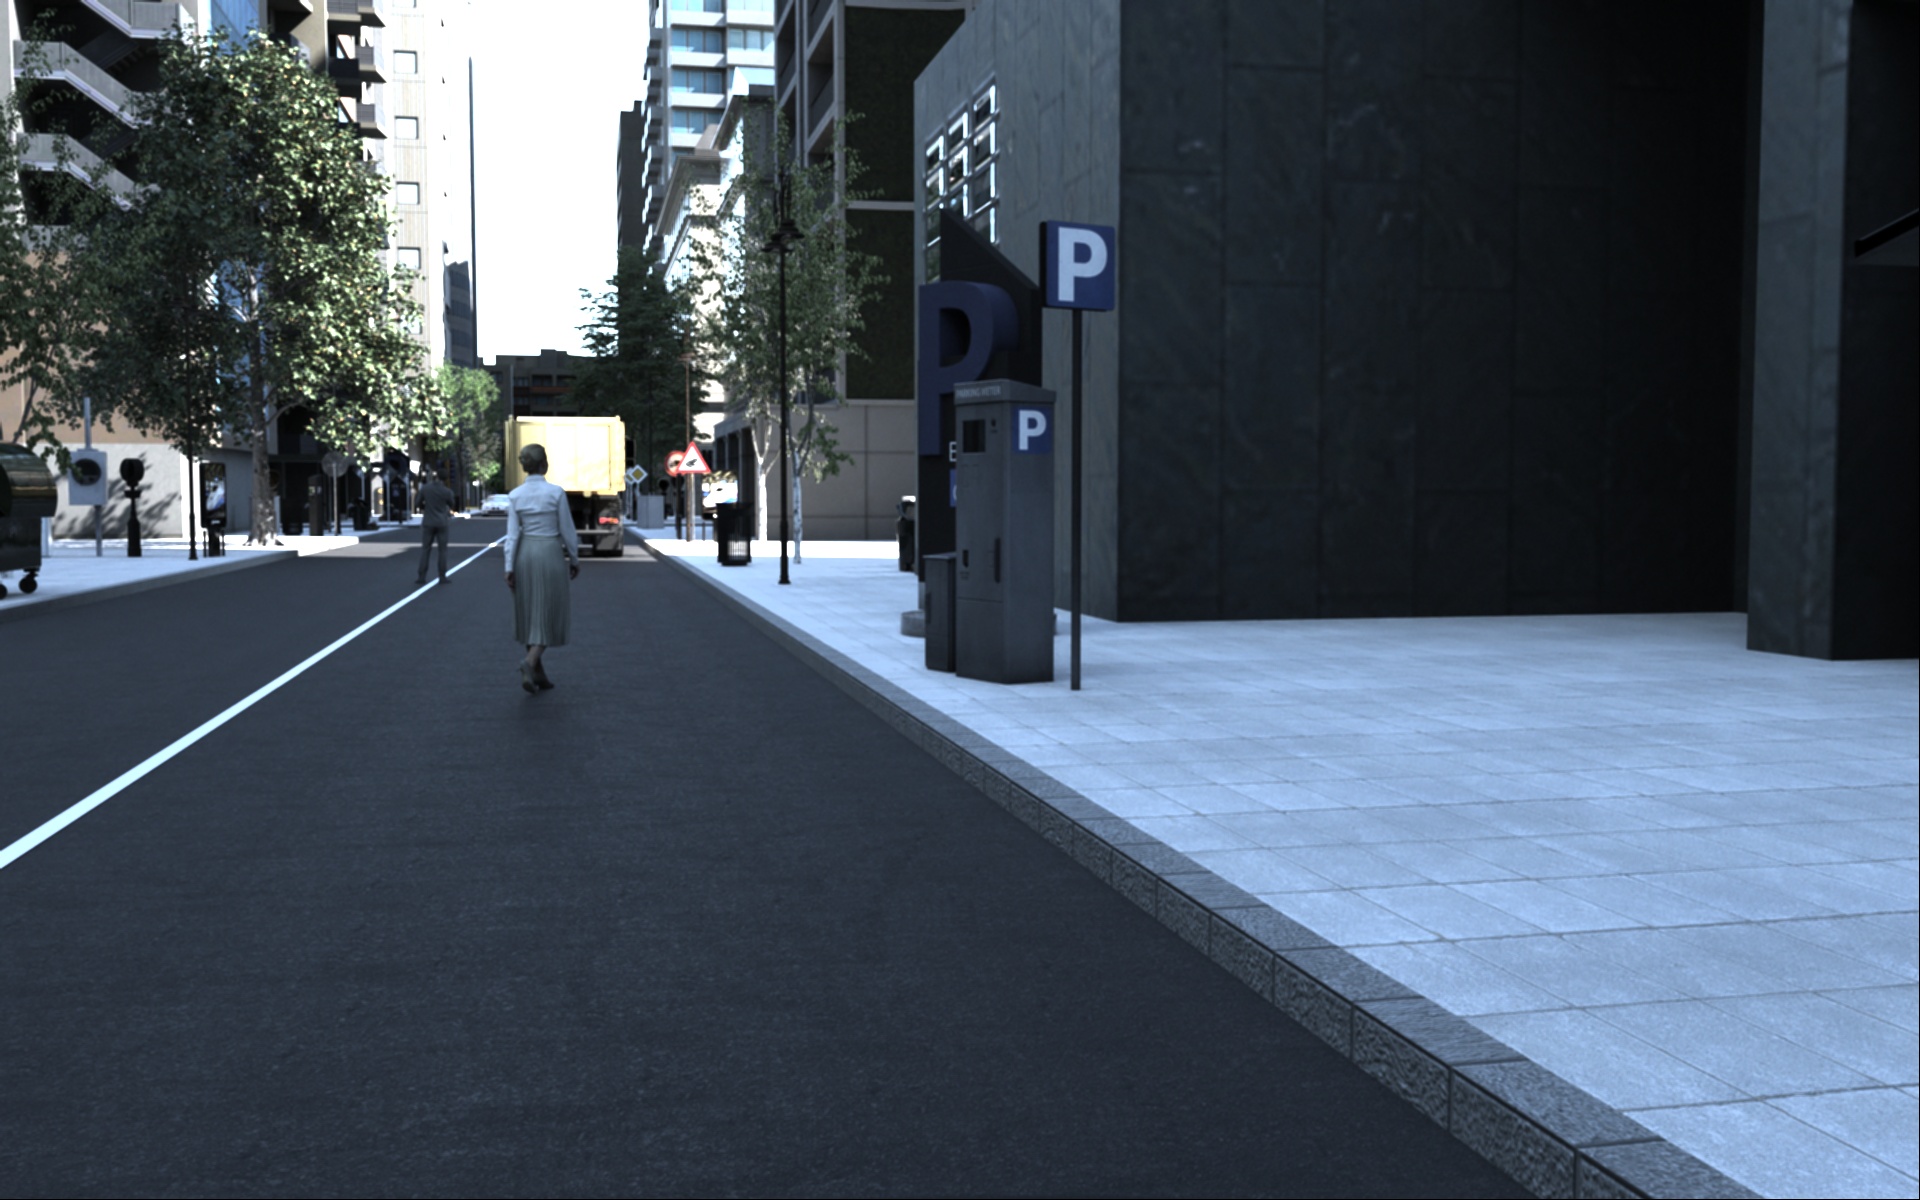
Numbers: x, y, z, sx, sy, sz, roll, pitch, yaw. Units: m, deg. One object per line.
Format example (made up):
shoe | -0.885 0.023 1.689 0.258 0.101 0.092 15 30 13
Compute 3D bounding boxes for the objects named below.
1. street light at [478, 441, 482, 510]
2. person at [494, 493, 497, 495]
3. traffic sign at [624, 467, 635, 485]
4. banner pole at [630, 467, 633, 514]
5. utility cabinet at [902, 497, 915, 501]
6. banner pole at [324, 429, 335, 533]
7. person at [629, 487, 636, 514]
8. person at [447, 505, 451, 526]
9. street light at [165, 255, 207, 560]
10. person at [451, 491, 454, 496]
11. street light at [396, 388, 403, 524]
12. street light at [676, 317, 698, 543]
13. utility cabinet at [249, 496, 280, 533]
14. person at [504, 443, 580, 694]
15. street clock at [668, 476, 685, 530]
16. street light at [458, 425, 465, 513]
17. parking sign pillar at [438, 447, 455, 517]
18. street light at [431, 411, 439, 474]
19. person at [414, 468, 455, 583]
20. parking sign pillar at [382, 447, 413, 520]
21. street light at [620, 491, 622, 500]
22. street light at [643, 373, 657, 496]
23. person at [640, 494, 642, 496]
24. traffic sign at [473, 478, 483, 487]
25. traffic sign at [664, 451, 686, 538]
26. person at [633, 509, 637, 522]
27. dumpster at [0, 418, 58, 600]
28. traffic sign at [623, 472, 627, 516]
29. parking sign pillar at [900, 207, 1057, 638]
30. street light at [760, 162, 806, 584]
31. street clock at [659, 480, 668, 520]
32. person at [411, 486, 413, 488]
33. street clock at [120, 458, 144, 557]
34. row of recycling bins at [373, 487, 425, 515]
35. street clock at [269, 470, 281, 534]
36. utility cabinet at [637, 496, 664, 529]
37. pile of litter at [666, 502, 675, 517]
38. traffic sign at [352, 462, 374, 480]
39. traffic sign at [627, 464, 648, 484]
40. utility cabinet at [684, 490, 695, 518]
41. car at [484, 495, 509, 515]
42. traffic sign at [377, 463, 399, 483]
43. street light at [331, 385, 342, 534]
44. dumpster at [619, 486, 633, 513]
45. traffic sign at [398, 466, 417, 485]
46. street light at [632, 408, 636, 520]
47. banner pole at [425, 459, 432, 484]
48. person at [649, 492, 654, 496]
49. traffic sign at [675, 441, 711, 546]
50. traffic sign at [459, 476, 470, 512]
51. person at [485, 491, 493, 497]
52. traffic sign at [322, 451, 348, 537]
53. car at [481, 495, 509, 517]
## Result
street light | -38.127 -10.072 137.471 0.468 5.910 1.993 -1 4 -13
person | -56.495 -12.350 211.156 0.628 1.438 0.799 0 4 5
traffic sign | -14.225 -4.456 75.051 0.795 2.593 0.064 -1 4 -13
banner pole | -19.494 -6.895 102.752 0.401 3.779 0.863 -2 4 -30
utility cabinet | -0.829 -1.721 39.292 1.020 1.237 0.306 -3 5 -44
banner pole | -20.706 -4.084 56.792 0.401 3.779 0.863 -1 4 -18
person | -19.238 -5.796 101.805 0.522 1.701 0.512 2 4 30
person | -23.296 -3.977 78.544 0.505 1.210 0.382 2 4 23
street light | -14.967 -3.721 33.629 0.468 5.910 1.993 -1 4 -13
person | -32.600 -6.377 110.581 0.678 1.792 0.850 0 4 3
street light | -23.919 -6.184 73.888 0.468 5.910 1.993 -1 4 -13
street light | -7.138 -4.439 45.373 0.468 5.910 1.993 -1 4 -13
utility cabinet | -22.795 -2.789 56.763 1.020 1.237 0.306 1 4 19
person | -3.059 -0.232 12.523 0.478 1.798 0.641 1 4 15
street clock | -10.087 -3.509 61.942 0.471 2.002 0.358 -1 4 -14
street light | -33.454 -8.772 116.214 0.468 5.910 1.993 -1 4 -13
parking sign pillar | -29.567 -6.740 98.675 1.447 3.967 1.447 -1 4 -17
street light | -28.633 -7.463 94.814 0.468 5.910 1.993 -1 4 -13
person | -8.477 -1.200 27.921 0.655 1.846 0.447 -1 4 -11
parking sign pillar | -28.057 -5.981 86.265 1.447 3.967 1.447 0 4 -6
street light | -20.670 -8.113 105.428 0.468 5.910 1.993 -1 4 -13
street light | -11.814 -5.713 66.196 0.468 5.910 1.993 -1 4 -13
person | -24.686 -7.574 134.554 0.362 1.253 0.373 -1 4 -16
traffic sign | -39.078 -8.601 140.355 0.795 2.593 0.064 -1 4 -9
traffic sign | -8.296 -3.104 50.862 0.768 2.556 0.104 0 4 -3
person | -14.962 -4.591 81.316 0.699 1.804 1.509 1 4 18
dumpster | -12.253 -1.158 21.434 1.502 2.255 1.985 -1 4 -13
traffic sign | -19.522 -6.147 100.612 0.768 2.556 0.104 -1 4 -11
parking sign pillar | 0.169 -1.674 15.849 1.447 3.967 1.447 -3 5 -39
street light | -2.506 -3.165 24.539 0.468 5.910 1.993 -1 4 -13
street clock | -14.881 -5.048 87.103 0.471 2.002 0.358 2 4 27
person | -36.710 -6.722 115.830 0.514 1.842 0.818 0 4 2
street clock | -16.872 -1.882 35.343 0.471 2.002 0.358 2 4 30
row of recycling bins | -34.161 -6.055 106.108 3.534 1.692 1.069 0 4 -4
street clock | -20.636 -2.898 51.956 0.471 2.002 0.358 -2 4 -34
utility cabinet | -11.575 -3.281 64.799 1.020 1.237 0.306 1 4 21
pile of litter | -16.924 -5.205 99.072 1.176 0.858 1.719 1 4 20
traffic sign | -22.245 -3.962 64.515 0.795 2.593 0.064 0 4 -6
traffic sign | -12.482 -3.980 67.258 0.795 2.593 0.064 -1 4 -13
utility cabinet | -14.450 -5.124 92.458 0.318 1.500 1.173 0 4 5
car | -31.766 -6.561 119.634 2.083 1.381 4.827 -1 4 -12
traffic sign | -21.557 -3.857 65.256 0.795 2.593 0.064 -1 4 -13
street light | -19.809 -5.033 55.071 0.468 5.910 1.993 -1 4 -13
dumpster | -21.219 -6.331 109.271 1.264 1.857 1.865 -1 4 -12
traffic sign | -23.300 -4.334 73.049 0.795 2.593 0.064 -1 4 -13
street light | -15.967 -6.838 84.584 0.468 5.910 1.993 -1 4 -13
banner pole | -37.381 -8.069 121.949 0.401 3.779 0.863 1 4 18
person | -19.373 -6.248 108.547 0.624 1.780 0.694 0 4 -3
traffic sign | -6.606 -2.619 42.822 0.884 2.594 0.081 0 4 -7
traffic sign | -35.789 -7.645 125.105 0.768 2.556 0.104 0 4 -5
person | -58.911 -12.858 216.995 1.217 1.736 0.721 1 4 15
traffic sign | -18.627 -3.153 51.651 0.768 2.556 0.104 0 4 -8
car | -29.685 -6.052 111.319 2.083 1.381 4.827 -1 4 -12
